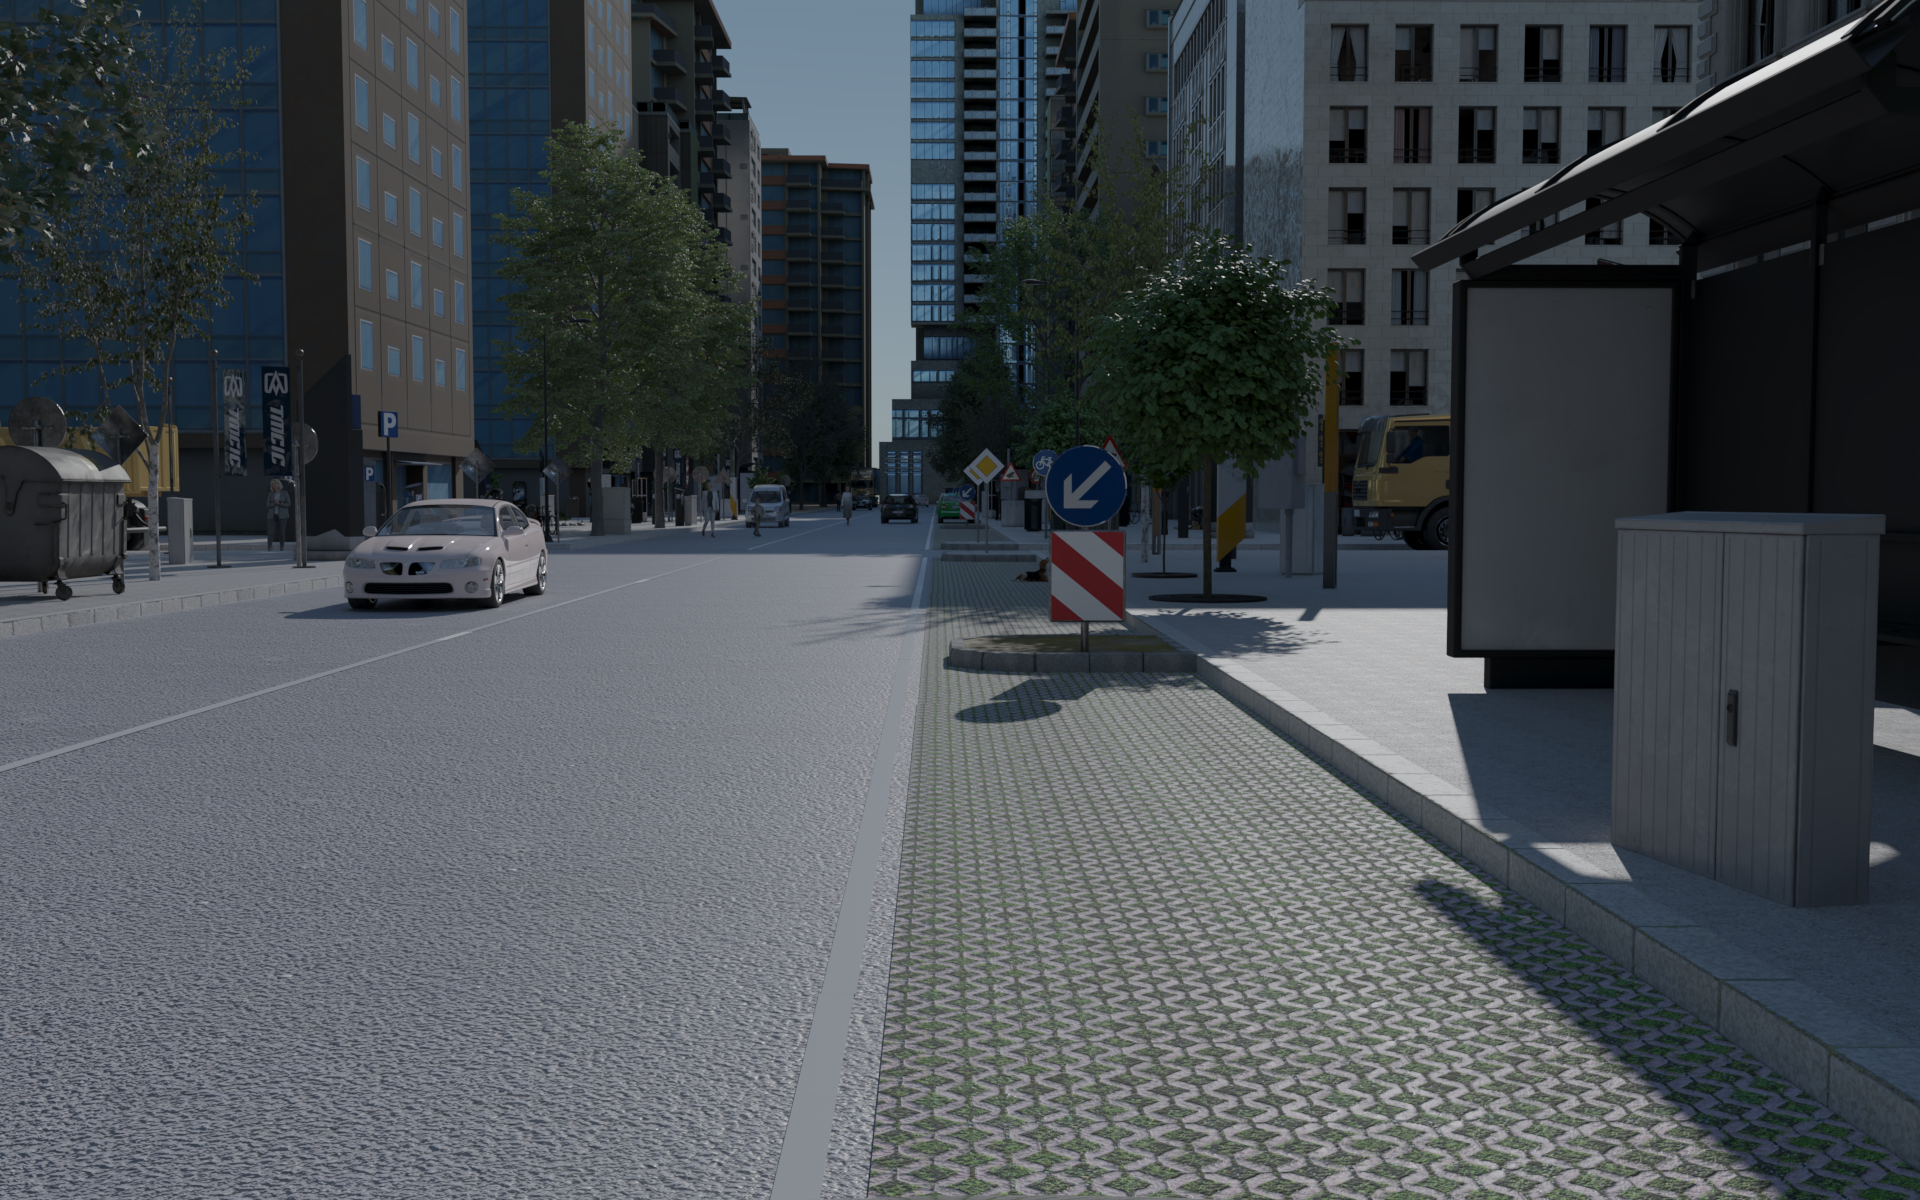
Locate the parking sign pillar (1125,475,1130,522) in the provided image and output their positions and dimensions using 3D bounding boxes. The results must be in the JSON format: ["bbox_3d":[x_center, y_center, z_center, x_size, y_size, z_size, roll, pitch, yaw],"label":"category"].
[{"bbox_3d":[7.454,-5.814,83.528,1.447,3.967,1.447,3,4,37],"label":"parking sign pillar"}]

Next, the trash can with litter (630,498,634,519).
[{"bbox_3d":[-11.873,-2.981,60.122,1.055,1.170,0.624,-2,4,-26],"label":"trash can with litter"}]

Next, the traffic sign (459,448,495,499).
[{"bbox_3d":[-10.465,-2.074,37.554,0.795,2.450,0.064,0,4,-1],"label":"traffic sign"}]

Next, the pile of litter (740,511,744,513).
[{"bbox_3d":[-15.139,-6.475,119.824,1.176,0.858,1.719,1,4,22],"label":"pile of litter"}]

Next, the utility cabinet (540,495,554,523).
[{"bbox_3d":[-18.213,-3.991,76.412,0.306,1.237,1.020,0,4,6],"label":"utility cabinet"}]

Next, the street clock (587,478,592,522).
[{"bbox_3d":[-16.644,-4.515,78.395,0.358,2.002,0.471,-3,5,-42],"label":"street clock"}]

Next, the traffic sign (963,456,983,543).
[{"bbox_3d":[0.476,-2.570,45.659,0.795,2.450,0.064,0,4,-1],"label":"traffic sign"}]

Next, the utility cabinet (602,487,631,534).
[{"bbox_3d":[-10.971,-2.831,54.961,1.173,1.500,0.318,2,4,34],"label":"utility cabinet"}]

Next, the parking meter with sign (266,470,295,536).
[{"bbox_3d":[-20.089,-3.376,51.458,1.738,3.016,0.543,3,5,43],"label":"parking meter with sign"}]

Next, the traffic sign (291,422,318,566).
[{"bbox_3d":[-11.745,-1.871,30.699,0.768,2.556,0.104,0,4,5],"label":"traffic sign"}]

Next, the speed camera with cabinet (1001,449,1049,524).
[{"bbox_3d":[2.835,-4.979,75.742,2.038,3.252,0.660,1,4,10],"label":"speed camera with cabinet"}]

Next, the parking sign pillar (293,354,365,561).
[{"bbox_3d":[-12.298,-2.774,33.819,1.447,3.967,1.447,2,4,24],"label":"parking sign pillar"}]

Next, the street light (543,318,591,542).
[{"bbox_3d":[-10.449,-4.489,45.941,1.470,5.913,1.316,0,4,-1],"label":"street light"}]

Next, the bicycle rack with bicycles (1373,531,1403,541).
[{"bbox_3d":[12.707,-2.117,47.996,2.925,0.926,2.852,-1,4,-21],"label":"bicycle rack with bicycles"}]

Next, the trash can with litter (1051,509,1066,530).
[{"bbox_3d":[3.523,-2.797,57.112,1.055,1.170,0.624,1,4,18],"label":"trash can with litter"}]

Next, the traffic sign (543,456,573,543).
[{"bbox_3d":[-10.567,-2.562,45.538,0.795,2.450,0.064,0,4,-1],"label":"traffic sign"}]

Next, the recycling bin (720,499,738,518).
[{"bbox_3d":[-12.209,-4.828,91.497,0.722,1.027,0.722,-3,4,-37],"label":"recycling bin"}]

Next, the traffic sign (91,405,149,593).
[{"bbox_3d":[-10.907,-1.303,22.496,0.795,2.450,0.064,0,4,7],"label":"traffic sign"}]

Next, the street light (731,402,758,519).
[{"bbox_3d":[-10.876,-7.031,87.491,1.470,5.913,1.316,0,4,-1],"label":"street light"}]

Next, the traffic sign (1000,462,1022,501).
[{"bbox_3d":[2.058,-4.286,70.075,0.884,2.594,0.081,0,4,1],"label":"traffic sign"}]

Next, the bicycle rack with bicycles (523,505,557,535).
[{"bbox_3d":[-13.568,-2.465,53.680,2.852,0.926,2.925,2,4,29],"label":"bicycle rack with bicycles"}]

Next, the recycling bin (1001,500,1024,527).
[{"bbox_3d":[2.106,-3.381,67.834,0.722,1.027,0.722,3,5,44],"label":"recycling bin"}]

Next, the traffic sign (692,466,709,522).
[{"bbox_3d":[-11.722,-4.783,78.307,0.768,2.556,0.104,0,4,1],"label":"traffic sign"}]

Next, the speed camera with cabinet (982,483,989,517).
[{"bbox_3d":[1.628,-6.347,98.105,0.660,3.252,2.038,0,4,7],"label":"speed camera with cabinet"}]

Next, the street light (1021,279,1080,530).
[{"bbox_3d":[2.014,-3.982,37.643,1.470,5.913,1.316,0,4,-1],"label":"street light"}]

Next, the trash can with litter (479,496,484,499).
[{"bbox_3d":[-19.255,-3.643,70.624,1.678,1.210,2.233,0,4,2],"label":"trash can with litter"}]

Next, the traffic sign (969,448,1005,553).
[{"bbox_3d":[0.578,-2.081,37.675,0.795,2.450,0.064,0,4,-1],"label":"traffic sign"}]

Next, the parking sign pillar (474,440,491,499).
[{"bbox_3d":[-23.778,-5.985,86.325,1.447,3.967,1.447,0,4,2],"label":"parking sign pillar"}]

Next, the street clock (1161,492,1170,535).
[{"bbox_3d":[6.423,-3.044,54.342,0.358,2.002,0.471,0,4,-7],"label":"street clock"}]

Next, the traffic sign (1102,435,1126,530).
[{"bbox_3d":[3.281,-2.324,38.003,0.884,2.594,0.081,0,4,3],"label":"traffic sign"}]

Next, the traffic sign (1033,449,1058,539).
[{"bbox_3d":[2.460,-3.016,49.422,0.768,2.556,0.104,0,4,3],"label":"traffic sign"}]

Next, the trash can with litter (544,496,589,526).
[{"bbox_3d":[-16.097,-3.609,70.058,2.233,1.210,1.678,0,4,-8],"label":"trash can with litter"}]

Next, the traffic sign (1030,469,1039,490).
[{"bbox_3d":[3.816,-5.207,85.239,0.768,2.556,0.104,0,4,7],"label":"traffic sign"}]

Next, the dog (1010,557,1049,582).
[{"bbox_3d":[1.209,-0.491,28.225,0.550,0.427,0.748,-3,5,-40],"label":"dog"}]

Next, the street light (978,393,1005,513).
[{"bbox_3d":[1.493,-6.516,79.073,1.470,5.913,1.316,0,4,-1],"label":"street light"}]

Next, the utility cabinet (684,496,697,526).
[{"bbox_3d":[-10.927,-3.615,70.262,0.306,1.237,1.020,0,4,4],"label":"utility cabinet"}]

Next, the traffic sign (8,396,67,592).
[{"bbox_3d":[-12.005,-1.372,22.545,0.768,2.556,0.104,0,4,2],"label":"traffic sign"}]

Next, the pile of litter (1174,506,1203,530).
[{"bbox_3d":[8.393,-2.973,62.578,1.176,0.858,1.719,-1,4,-13],"label":"pile of litter"}]

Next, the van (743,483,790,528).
[{"bbox_3d":[-8.340,-4.165,75.108,2.013,2.044,4.112,0,4,-1],"label":"van"}]

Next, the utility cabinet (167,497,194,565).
[{"bbox_3d":[-14.400,-1.276,32.017,0.306,1.237,1.020,-1,4,-16],"label":"utility cabinet"}]

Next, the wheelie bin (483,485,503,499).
[{"bbox_3d":[-16.428,-3.245,60.962,0.693,1.594,0.980,-1,4,-20],"label":"wheelie bin"}]

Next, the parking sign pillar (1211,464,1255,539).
[{"bbox_3d":[7.869,-3.787,50.397,1.447,3.967,1.447,3,5,41],"label":"parking sign pillar"}]

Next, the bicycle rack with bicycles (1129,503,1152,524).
[{"bbox_3d":[6.601,-3.698,73.844,2.852,0.926,2.925,-2,4,-34],"label":"bicycle rack with bicycles"}]

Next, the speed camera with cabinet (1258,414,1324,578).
[{"bbox_3d":[5.282,-2.013,27.241,0.660,3.252,2.038,2,4,29],"label":"speed camera with cabinet"}]

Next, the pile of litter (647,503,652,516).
[{"bbox_3d":[-18.080,-5.344,101.335,1.176,0.858,1.719,0,4,-6],"label":"pile of litter"}]

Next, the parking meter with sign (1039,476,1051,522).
[{"bbox_3d":[4.027,-5.107,79.766,0.543,3.016,1.738,-1,4,-21],"label":"parking meter with sign"}]

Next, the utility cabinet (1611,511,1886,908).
[{"bbox_3d":[2.610,0.325,5.851,0.306,1.237,1.020,-1,4,-11],"label":"utility cabinet"}]

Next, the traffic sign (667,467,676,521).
[{"bbox_3d":[-13.506,-4.897,80.173,0.768,2.556,0.104,0,4,5],"label":"traffic sign"}]

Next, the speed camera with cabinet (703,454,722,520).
[{"bbox_3d":[-12.407,-5.650,86.707,0.660,3.252,2.038,-1,4,-20],"label":"speed camera with cabinet"}]

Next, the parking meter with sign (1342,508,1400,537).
[{"bbox_3d":[12.454,-3.431,52.353,1.738,3.016,0.543,0,4,7],"label":"parking meter with sign"}]

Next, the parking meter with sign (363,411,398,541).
[{"bbox_3d":[-12.816,-2.481,36.817,1.738,3.016,0.543,1,4,20],"label":"parking meter with sign"}]

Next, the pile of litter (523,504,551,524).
[{"bbox_3d":[-18.382,-3.692,74.321,1.719,0.858,1.176,0,4,4],"label":"pile of litter"}]
